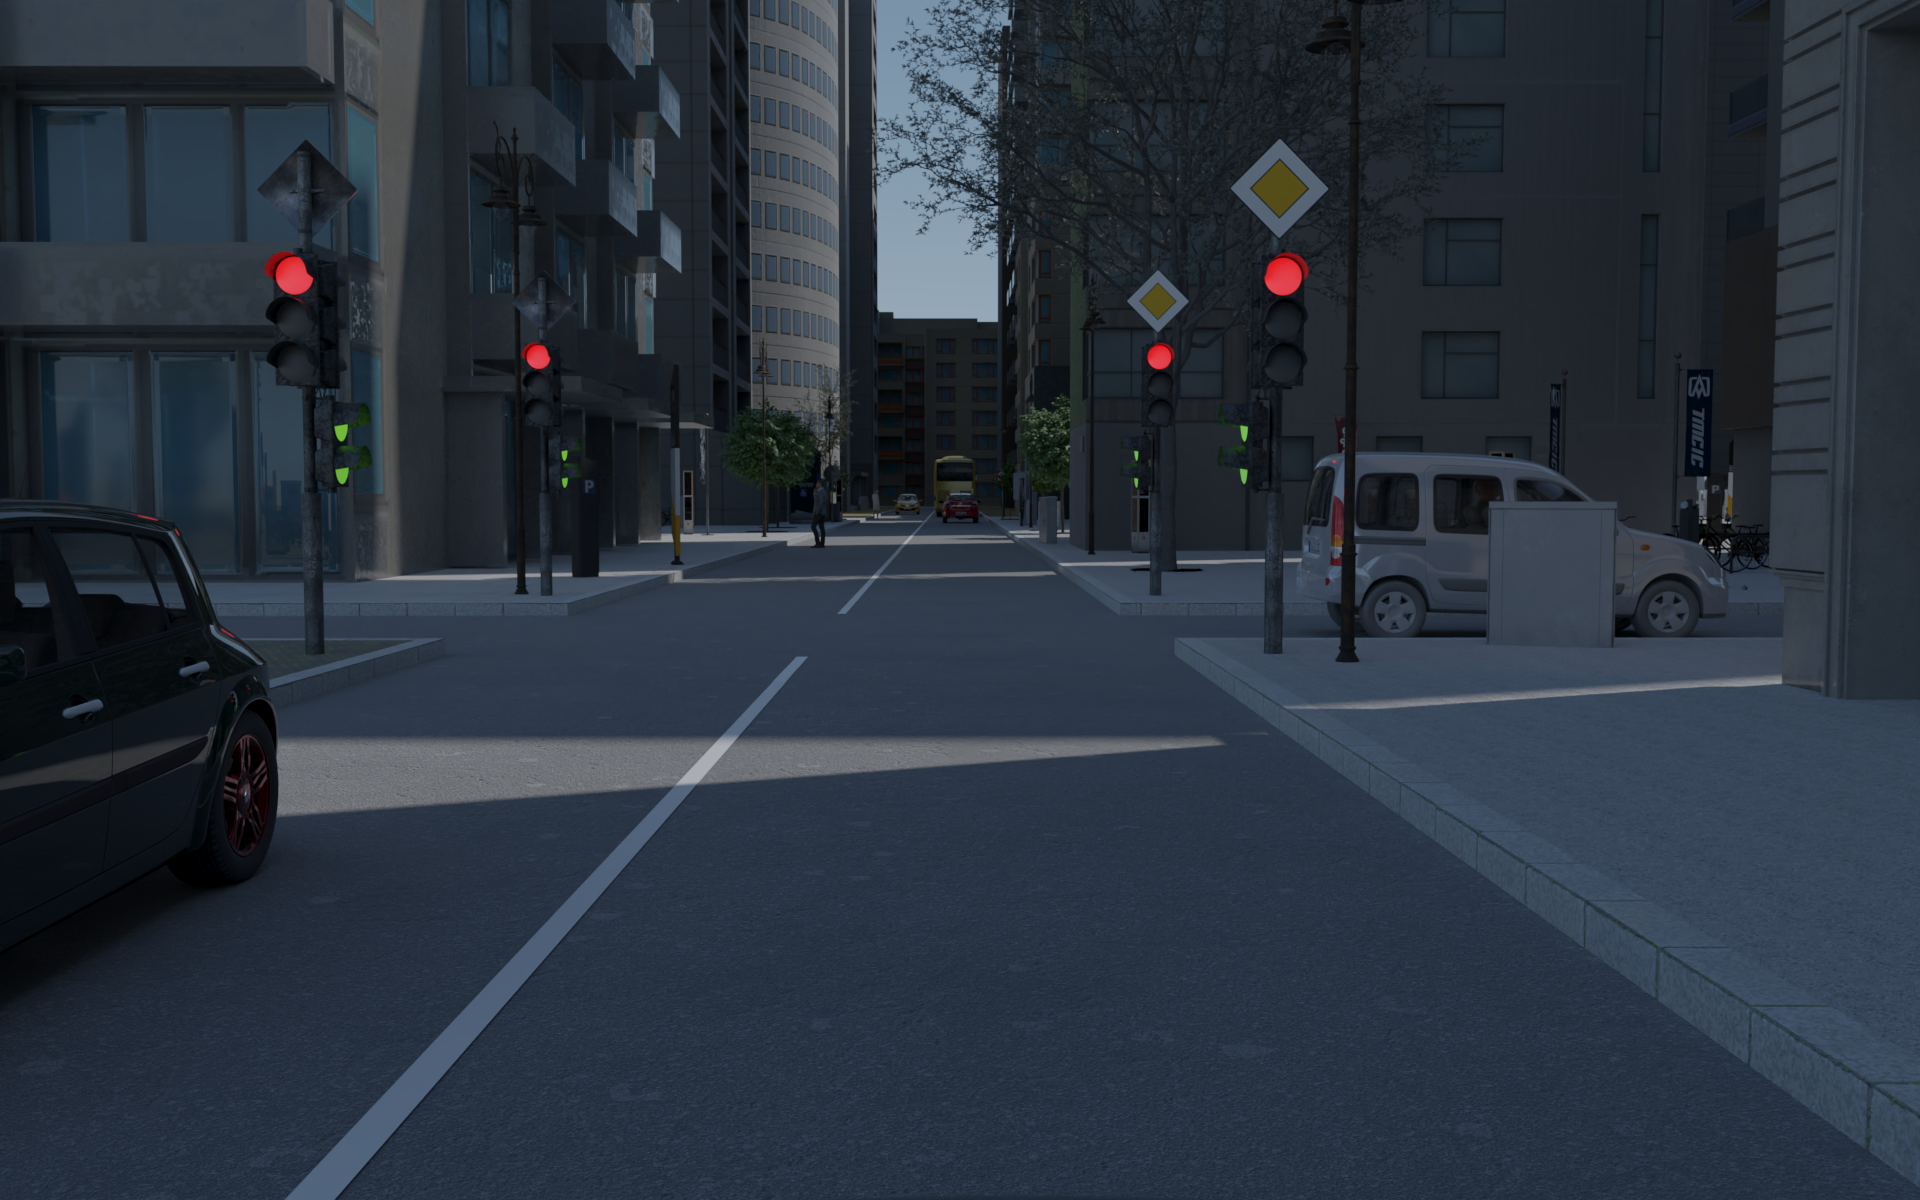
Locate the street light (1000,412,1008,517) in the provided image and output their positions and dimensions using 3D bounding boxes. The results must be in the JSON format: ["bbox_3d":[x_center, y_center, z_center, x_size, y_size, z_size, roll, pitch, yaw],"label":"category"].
[{"bbox_3d":[2.435,-7.534,95.975,0.468,5.910,1.993,0,4,0],"label":"street light"}]

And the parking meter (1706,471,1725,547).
[{"bbox_3d":[18.402,-2.230,42.179,0.399,1.863,0.255,2,4,24],"label":"parking meter"}]

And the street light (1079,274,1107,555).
[{"bbox_3d":[2.789,-3.900,36.557,0.468,5.910,1.993,0,4,0],"label":"street light"}]

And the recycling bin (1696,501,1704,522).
[{"bbox_3d":[27.158,-3.177,64.500,0.722,1.027,0.722,-2,4,-28],"label":"recycling bin"}]

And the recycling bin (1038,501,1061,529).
[{"bbox_3d":[3.251,-3.082,62.938,0.722,1.027,0.722,1,4,11],"label":"recycling bin"}]

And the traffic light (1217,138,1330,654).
[{"bbox_3d":[2.503,-1.524,13.835,0.839,4.253,0.868,0,4,0],"label":"traffic light"}]

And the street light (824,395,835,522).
[{"bbox_3d":[-6.077,-6.609,80.850,0.468,5.910,1.993,0,4,0],"label":"street light"}]

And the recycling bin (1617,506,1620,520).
[{"bbox_3d":[34.224,-4.694,89.305,0.722,1.027,0.722,1,4,12],"label":"recycling bin"}]

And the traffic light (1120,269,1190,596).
[{"bbox_3d":[2.457,-2.012,21.820,0.839,4.253,0.868,0,4,0],"label":"traffic light"}]

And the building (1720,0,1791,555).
[{"bbox_3d":[23.674,-23.211,29.616,14.200,45.320,14.600,0,4,0],"label":"building"}]

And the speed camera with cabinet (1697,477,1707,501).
[{"bbox_3d":[35.293,-5.415,82.877,0.660,3.252,2.038,2,4,30],"label":"speed camera with cabinet"}]

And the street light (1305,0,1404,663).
[{"bbox_3d":[2.966,-2.465,13.088,0.468,5.910,1.993,0,4,0],"label":"street light"}]

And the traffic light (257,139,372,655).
[{"bbox_3d":[-5.158,-1.520,13.775,0.839,4.253,0.868,0,4,0],"label":"traffic light"}]

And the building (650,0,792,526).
[{"bbox_3d":[-18.134,-39.148,78.322,20.563,71.187,20.611,0,4,0],"label":"building"}]

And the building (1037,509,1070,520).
[{"bbox_3d":[14.906,-46.916,79.752,22.319,86.520,31.000,0,4,0],"label":"building"}]

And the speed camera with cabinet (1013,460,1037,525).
[{"bbox_3d":[2.722,-4.771,72.333,0.660,3.252,2.038,1,4,16],"label":"speed camera with cabinet"}]

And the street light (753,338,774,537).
[{"bbox_3d":[-5.826,-4.810,51.426,0.468,5.910,1.993,0,4,0],"label":"street light"}]

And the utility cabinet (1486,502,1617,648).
[{"bbox_3d":[5.012,-0.215,14.684,1.020,1.237,0.306,1,4,19],"label":"utility cabinet"}]

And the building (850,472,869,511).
[{"bbox_3d":[-23.695,-27.228,137.052,32.217,40.220,23.993,0,4,0],"label":"building"}]

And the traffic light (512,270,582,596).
[{"bbox_3d":[-5.204,-2.009,21.760,0.839,4.253,0.868,0,4,0],"label":"traffic light"}]

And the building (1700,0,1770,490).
[{"bbox_3d":[67.503,-44.187,160.707,20.611,71.187,20.563,0,4,0],"label":"building"}]

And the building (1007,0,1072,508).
[{"bbox_3d":[15.222,-31.926,141.595,23.786,49.044,30.456,0,4,0],"label":"building"}]

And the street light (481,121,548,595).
[{"bbox_3d":[-5.614,-3.010,22.001,0.468,5.910,1.993,0,4,0],"label":"street light"}]

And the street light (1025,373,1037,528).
[{"bbox_3d":[2.707,-5.700,65.982,0.468,5.910,1.993,0,4,0],"label":"street light"}]

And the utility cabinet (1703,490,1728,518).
[{"bbox_3d":[40.299,-5.119,92.369,0.318,1.500,1.173,-3,4,-38],"label":"utility cabinet"}]

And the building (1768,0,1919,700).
[{"bbox_3d":[10.564,-10.102,1.332,11.583,22.565,21.152,0,4,0],"label":"building"}]

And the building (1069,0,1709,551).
[{"bbox_3d":[9.808,-22.091,44.781,14.154,41.232,14.086,0,4,0],"label":"building"}]

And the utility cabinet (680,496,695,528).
[{"bbox_3d":[-10.400,-3.311,65.295,0.306,1.237,1.020,1,4,23],"label":"utility cabinet"}]

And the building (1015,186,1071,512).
[{"bbox_3d":[17.953,-16.333,112.088,27.650,21.520,28.899,0,4,0],"label":"building"}]

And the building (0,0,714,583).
[{"bbox_3d":[-18.364,-25.480,36.214,23.786,49.044,30.456,0,4,0],"label":"building"}]

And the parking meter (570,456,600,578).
[{"bbox_3d":[-5.781,-1.286,26.738,0.255,1.863,0.399,3,5,43],"label":"parking meter"}]

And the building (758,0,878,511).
[{"bbox_3d":[-21.839,-37.816,160.290,28.212,58.520,21.231,0,4,0],"label":"building"}]

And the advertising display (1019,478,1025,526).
[{"bbox_3d":[2.463,-3.896,68.907,0.123,1.923,0.974,0,4,7],"label":"advertising display"}]

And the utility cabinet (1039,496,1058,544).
[{"bbox_3d":[2.287,-2.078,45.130,0.306,1.237,1.020,-1,4,-9],"label":"utility cabinet"}]

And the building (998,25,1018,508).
[{"bbox_3d":[10.671,-31.429,163.969,14.600,45.320,14.200,0,4,0],"label":"building"}]
